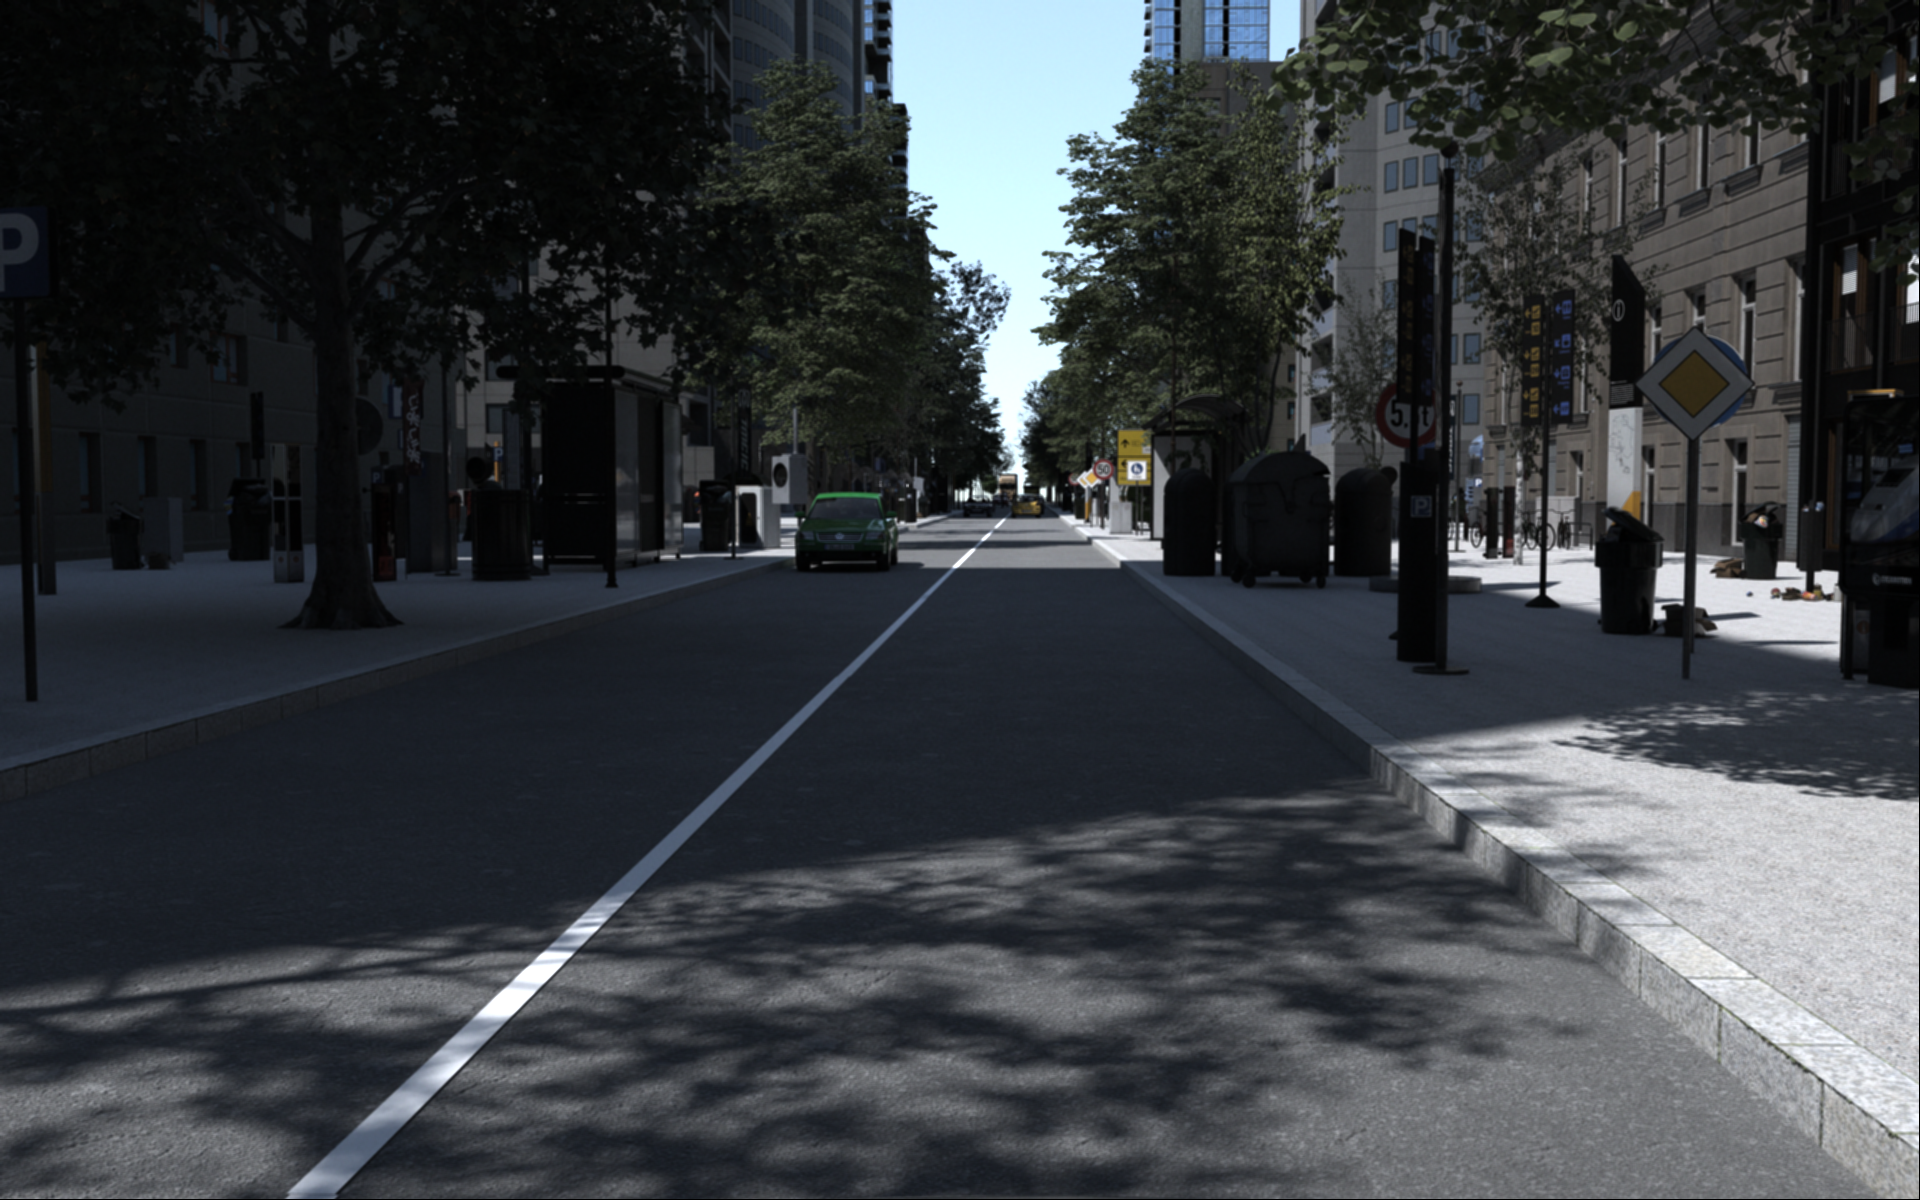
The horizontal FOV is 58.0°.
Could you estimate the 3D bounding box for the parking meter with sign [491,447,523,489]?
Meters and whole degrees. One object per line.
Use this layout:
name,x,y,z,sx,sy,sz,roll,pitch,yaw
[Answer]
parking meter with sign,-16.368,-4.105,63.370,1.738,3.016,0.543,3,4,38

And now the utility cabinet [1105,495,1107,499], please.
utility cabinet,12.364,-8.204,145.303,0.306,1.237,1.020,-1,4,-14

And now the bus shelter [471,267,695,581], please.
bus shelter,-6.455,-3.183,29.673,2.179,5.291,8.768,0,4,2

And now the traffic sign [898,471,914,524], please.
traffic sign,-2.346,-4.324,74.339,0.795,2.450,0.064,0,4,2

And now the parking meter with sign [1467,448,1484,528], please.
parking meter with sign,19.638,-4.225,65.341,0.543,3.016,1.738,2,4,34

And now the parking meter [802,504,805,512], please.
parking meter,-9.057,-5.694,101.501,0.372,1.533,0.369,0,3,0

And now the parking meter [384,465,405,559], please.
parking meter,-11.226,-1.755,34.401,0.255,1.863,0.399,1,4,12

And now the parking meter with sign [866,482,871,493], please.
parking meter with sign,-5.728,-7.080,112.012,0.543,3.016,1.738,3,4,37

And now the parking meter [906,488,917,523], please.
parking meter,-2.147,-4.272,78.252,0.372,1.533,0.369,0,3,0

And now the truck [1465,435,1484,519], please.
truck,29.287,-4.870,69.381,18.799,4.110,2.967,0,4,4

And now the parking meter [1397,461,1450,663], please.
parking meter,3.561,-0.299,13.307,0.372,1.533,0.369,0,3,0

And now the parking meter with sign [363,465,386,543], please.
parking meter with sign,-15.163,-3.021,45.659,0.543,3.016,1.738,2,4,26

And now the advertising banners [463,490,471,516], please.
advertising banners,-18.837,-4.310,66.664,2.074,3.025,0.090,-1,4,-17

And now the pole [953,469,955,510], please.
pole,-0.477,-8.940,140.008,0.158,3.312,0.155,0,3,0

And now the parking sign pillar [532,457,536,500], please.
parking sign pillar,-22.423,-6.136,88.789,1.447,3.967,1.447,1,4,23

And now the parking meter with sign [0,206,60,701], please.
parking meter with sign,-5.976,-0.831,9.851,0.543,3.016,1.738,1,4,16

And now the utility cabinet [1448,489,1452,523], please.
utility cabinet,21.389,-4.137,76.325,0.318,1.500,1.173,2,4,25

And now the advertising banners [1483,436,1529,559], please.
advertising banners,11.050,-2.364,34.841,0.090,3.025,2.074,3,5,42

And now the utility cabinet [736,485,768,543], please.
utility cabinet,-5.336,-2.194,44.545,0.318,1.500,1.173,-3,4,-37

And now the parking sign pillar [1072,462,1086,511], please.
parking sign pillar,8.608,-8.129,121.385,1.447,3.967,1.447,-3,5,-40

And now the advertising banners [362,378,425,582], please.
advertising banners,-8.465,-1.783,25.333,0.090,3.025,2.074,1,4,21

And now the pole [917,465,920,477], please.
pole,-2.903,-7.847,122.135,0.158,3.312,0.155,0,3,0

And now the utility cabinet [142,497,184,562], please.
utility cabinet,-15.140,-1.331,32.918,1.020,1.237,0.306,3,5,40

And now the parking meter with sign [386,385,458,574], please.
parking meter with sign,-8.792,-1.973,28.522,0.543,3.016,1.738,0,4,4

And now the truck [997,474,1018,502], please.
truck,6.733,-15.471,241.859,2.839,4.237,11.283,0,4,3

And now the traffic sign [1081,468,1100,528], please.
traffic sign,5.017,-3.816,66.029,0.795,2.450,0.064,0,4,2

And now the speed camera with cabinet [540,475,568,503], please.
speed camera with cabinet,-19.287,-5.375,82.225,0.660,3.252,2.038,-3,4,-36

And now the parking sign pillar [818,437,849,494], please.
parking sign pillar,-5.536,-5.430,77.251,1.447,3.967,1.447,3,5,42

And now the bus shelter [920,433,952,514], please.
bus shelter,-1.583,-8.501,116.617,2.179,5.291,8.768,0,4,2

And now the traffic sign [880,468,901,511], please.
traffic sign,-2.670,-3.836,66.360,0.795,2.450,0.064,0,4,2

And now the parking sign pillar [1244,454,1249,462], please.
parking sign pillar,19.211,-7.666,113.804,1.447,3.967,1.447,1,4,12

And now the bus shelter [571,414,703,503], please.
bus shelter,-7.224,-2.723,38.445,2.014,3.302,5.546,0,4,2

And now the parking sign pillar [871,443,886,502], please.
parking sign pillar,-4.344,-6.359,92.443,1.447,3.967,1.447,1,4,15

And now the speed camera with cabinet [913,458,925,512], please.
speed camera with cabinet,-2.273,-6.058,93.384,0.660,3.252,2.038,0,4,6

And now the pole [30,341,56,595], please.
pole,-11.649,-1.722,22.000,0.158,3.312,0.155,0,3,0

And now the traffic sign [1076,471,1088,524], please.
traffic sign,5.341,-4.304,74.007,0.795,2.450,0.064,0,4,2

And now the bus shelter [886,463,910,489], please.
bus shelter,-3.991,-7.113,110.224,2.014,3.302,5.546,0,4,2

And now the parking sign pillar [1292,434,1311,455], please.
parking sign pillar,15.276,-5.470,77.901,1.447,3.967,1.447,-1,4,-16

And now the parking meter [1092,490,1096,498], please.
parking meter,9.341,-6.826,120.009,0.372,1.533,0.369,0,3,0

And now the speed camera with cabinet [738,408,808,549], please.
speed camera with cabinet,-4.392,-2.822,40.476,0.660,3.252,2.038,-3,5,-42

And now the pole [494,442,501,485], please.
pole,-17.991,-4.500,67.412,0.158,3.312,0.155,0,3,0

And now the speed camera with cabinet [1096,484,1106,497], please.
speed camera with cabinet,9.610,-8.067,126.237,2.038,3.252,0.660,1,4,9

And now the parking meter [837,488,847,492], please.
parking meter,-4.570,-3.590,67.110,0.372,1.533,0.369,0,3,0

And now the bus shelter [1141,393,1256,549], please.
bus shelter,5.108,-2.675,37.662,2.014,3.302,5.546,0,4,2

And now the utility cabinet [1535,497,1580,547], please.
utility cabinet,14.612,-1.910,42.383,0.306,1.237,1.020,-3,5,-43

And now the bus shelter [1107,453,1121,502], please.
bus shelter,7.762,-5.272,80.113,2.014,3.302,5.546,0,4,2

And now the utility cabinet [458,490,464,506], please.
utility cabinet,-24.339,-4.736,86.108,1.173,1.500,0.318,-2,4,-25

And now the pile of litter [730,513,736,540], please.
pile of litter,-6.345,-2.123,48.683,1.176,0.858,1.719,0,4,3

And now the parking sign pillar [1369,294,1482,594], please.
parking sign pillar,6.149,-2.099,22.795,1.447,3.967,1.447,1,4,12

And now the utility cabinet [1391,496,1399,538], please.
utility cabinet,13.114,-2.444,51.128,1.020,1.237,0.306,-3,5,-43
